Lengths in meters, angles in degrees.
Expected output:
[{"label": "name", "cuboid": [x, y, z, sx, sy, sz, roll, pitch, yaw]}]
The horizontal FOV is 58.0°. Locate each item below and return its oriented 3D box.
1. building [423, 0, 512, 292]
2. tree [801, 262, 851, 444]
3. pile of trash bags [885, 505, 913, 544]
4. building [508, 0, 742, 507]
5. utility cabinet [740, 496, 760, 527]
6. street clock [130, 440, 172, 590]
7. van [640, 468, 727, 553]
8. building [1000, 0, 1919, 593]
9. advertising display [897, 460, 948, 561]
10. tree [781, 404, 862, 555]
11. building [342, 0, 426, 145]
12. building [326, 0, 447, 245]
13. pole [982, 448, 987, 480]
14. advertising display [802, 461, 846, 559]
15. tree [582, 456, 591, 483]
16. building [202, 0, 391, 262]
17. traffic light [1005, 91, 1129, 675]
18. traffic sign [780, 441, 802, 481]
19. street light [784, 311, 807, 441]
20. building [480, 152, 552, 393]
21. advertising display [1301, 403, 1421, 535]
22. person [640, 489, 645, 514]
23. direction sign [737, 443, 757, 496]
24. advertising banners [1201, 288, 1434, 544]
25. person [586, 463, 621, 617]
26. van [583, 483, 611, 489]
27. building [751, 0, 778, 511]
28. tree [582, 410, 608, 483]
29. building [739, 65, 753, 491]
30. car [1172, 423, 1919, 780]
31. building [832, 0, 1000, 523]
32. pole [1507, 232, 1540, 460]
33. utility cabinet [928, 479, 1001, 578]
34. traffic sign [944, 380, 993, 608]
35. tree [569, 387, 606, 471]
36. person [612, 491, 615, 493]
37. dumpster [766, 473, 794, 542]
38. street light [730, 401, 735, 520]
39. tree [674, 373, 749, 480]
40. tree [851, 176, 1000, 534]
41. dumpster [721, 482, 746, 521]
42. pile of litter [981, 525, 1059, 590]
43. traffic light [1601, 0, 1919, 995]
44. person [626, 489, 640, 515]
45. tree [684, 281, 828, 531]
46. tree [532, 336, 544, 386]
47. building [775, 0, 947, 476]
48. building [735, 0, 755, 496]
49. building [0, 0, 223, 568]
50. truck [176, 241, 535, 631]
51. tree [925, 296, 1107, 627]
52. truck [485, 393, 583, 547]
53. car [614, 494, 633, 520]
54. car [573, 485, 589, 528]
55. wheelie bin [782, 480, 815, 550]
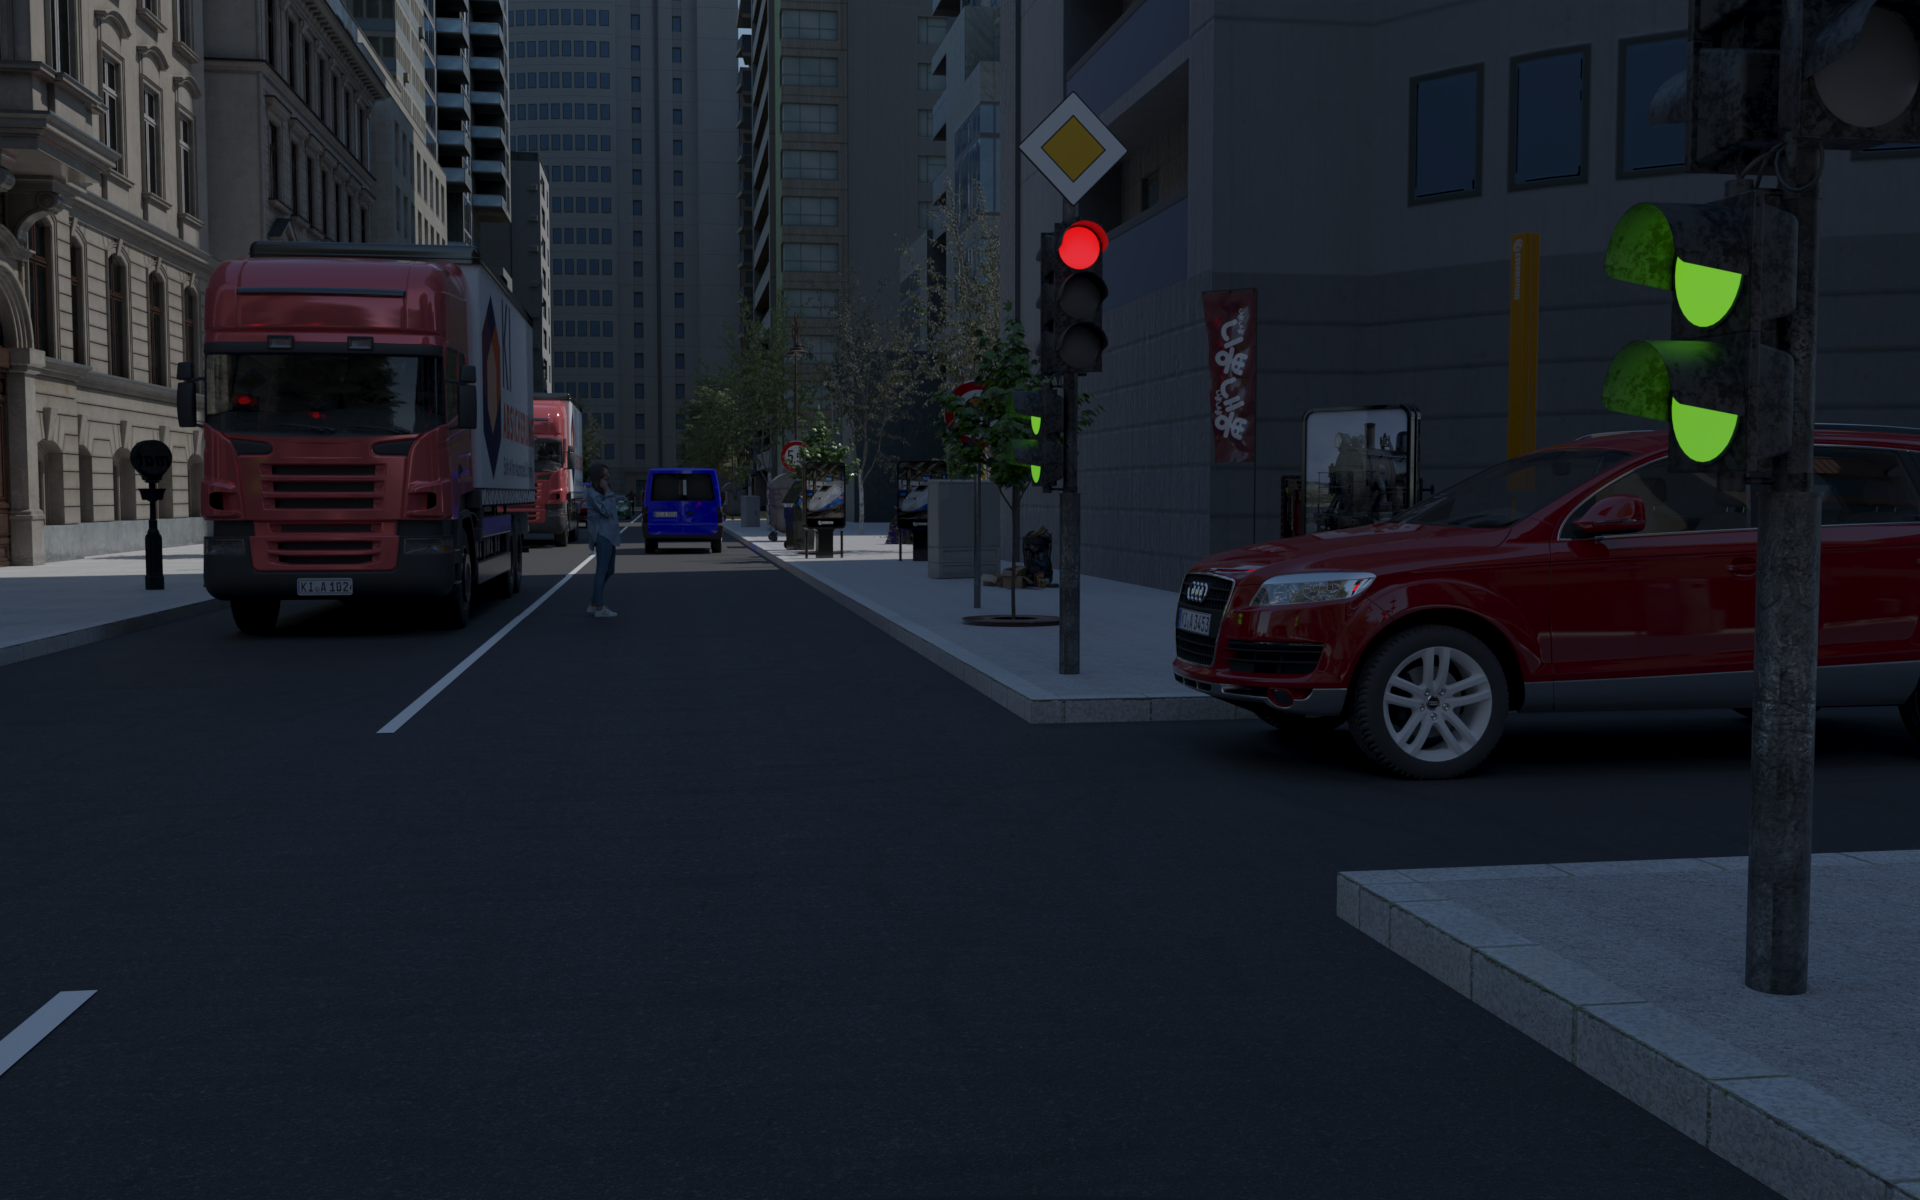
[{"label": "building", "cuboid": [-42.129, -49.420, 120.695, 22.319, 86.520, 31.000, -1, 4, -10]}, {"label": "tree", "cuboid": [-3.075, -6.381, 54.692, 4.360, 8.622, 3.978, 0, 3, 0]}, {"label": "pile of trash bags", "cuboid": [-0.292, -2.172, 45.265, 1.912, 1.369, 3.447, 3, 4, 37]}, {"label": "building", "cuboid": [-37.390, -39.001, 179.666, 28.212, 58.520, 21.231, -1, 4, -10]}, {"label": "utility cabinet", "cuboid": [-8.132, -3.432, 67.269, 0.306, 1.237, 1.020, 2, 4, 24]}, {"label": "street clock", "cuboid": [-10.797, -1.137, 23.166, 0.471, 2.002, 0.358, -3, 5, -44]}, {"label": "van", "cuboid": [-6.973, -2.403, 43.681, 2.240, 2.365, 5.245, -1, 4, -9]}, {"label": "building", "cuboid": [16.095, -29.612, 26.151, 28.212, 58.520, 21.231, -1, 4, -10]}, {"label": "advertising display", "cuboid": [-0.717, -1.703, 33.058, 0.974, 1.923, 0.123, 1, 4, 8]}, {"label": "tree", "cuboid": [-3.096, -2.587, 36.895, 1.663, 3.219, 1.824, 0, 3, 0]}, {"label": "building", "cuboid": [-42.423, -24.579, 93.751, 32.217, 40.220, 23.993, -1, 4, -10]}, {"label": "building", "cuboid": [-28.205, -13.396, 73.781, 10.420, 20.320, 16.860, -1, 4, -10]}, {"label": "pole", "cuboid": [0.761, -3.674, 53.908, 0.158, 3.312, 0.155, 0, 3, 0]}, {"label": "advertising display", "cuboid": [-2.709, -1.795, 34.564, 0.974, 1.923, 0.123, -3, 4, -39]}, {"label": "tree", "cuboid": [-28.540, -8.766, 127.033, 4.285, 4.588, 4.351, 0, 3, 0]}, {"label": "building", "cuboid": [-24.997, -11.658, 55.242, 10.561, 19.102, 19.286, -1, 4, -10]}, {"label": "traffic light", "cuboid": [0.763, -1.427, 12.258, 0.839, 4.253, 0.868, -1, 4, -10]}, {"label": "traffic sign", "cuboid": [-3.910, -2.530, 41.464, 0.768, 2.556, 0.104, 0, 4, -2]}, {"label": "street light", "cuboid": [-4.167, -4.354, 43.968, 0.468, 5.910, 1.993, -1, 4, -10]}, {"label": "building", "cuboid": [-42.292, -23.017, 148.035, 14.107, 30.474, 14.160, -1, 4, -10]}, {"label": "advertising display", "cuboid": [2.913, -0.456, 12.671, 0.123, 1.923, 0.974, -3, 5, -40]}, {"label": "person", "cuboid": [-22.140, -6.882, 121.534, 0.721, 1.766, 1.217, -1, 4, -19]}, {"label": "direction sign", "cuboid": [-9.411, -5.171, 76.538, 0.876, 3.537, 0.379, 1, 4, 10]}, {"label": "advertising banners", "cuboid": [2.935, -1.117, 14.451, 2.074, 3.025, 0.090, 2, 4, 35]}, {"label": "person", "cuboid": [-4.193, -0.700, 20.217, 0.793, 1.790, 0.793, -2, 4, -32]}, {"label": "van", "cuboid": [-19.215, -5.270, 90.545, 2.240, 2.365, 5.245, -1, 4, -9]}, {"label": "building", "cuboid": [-3.229, -30.399, 120.727, 21.300, 48.544, 21.600, -1, 4, -10]}, {"label": "tree", "cuboid": [-32.995, -12.314, 151.692, 4.360, 8.622, 3.978, 0, 3, 0]}, {"label": "building", "cuboid": [-15.845, -32.401, 179.859, 14.200, 45.320, 14.600, -1, 4, -10]}, {"label": "car", "cuboid": [3.838, -0.072, 9.854, 5.304, 1.827, 2.281, -1, 4, -10]}, {"label": "building", "cuboid": [7.099, -46.446, 72.056, 22.319, 86.520, 31.000, -1, 4, -10]}, {"label": "pole", "cuboid": [4.429, -1.212, 13.661, 0.158, 3.312, 0.155, 0, 3, 0]}, {"label": "utility cabinet", "cuboid": [0.076, -1.088, 26.462, 1.173, 1.500, 0.318, -3, 4, -37]}, {"label": "traffic sign", "cuboid": [0.196, -1.181, 19.419, 0.768, 2.556, 0.104, 0, 4, -7]}, {"label": "tree", "cuboid": [-26.967, -10.374, 119.984, 4.737, 8.622, 4.395, 0, 3, 0]}, {"label": "person", "cuboid": [-28.833, -8.224, 143.902, 0.756, 1.711, 0.436, 2, 4, 24]}, {"label": "dumpster", "cuboid": [-4.596, -2.535, 47.208, 1.264, 1.857, 1.865, -1, 4, -10]}, {"label": "street light", "cuboid": [-11.295, -6.920, 85.922, 0.468, 5.910, 1.993, -1, 4, -10]}, {"label": "tree", "cuboid": [-23.174, -14.983, 163.092, 7.486, 12.596, 7.792, 0, 3, 0]}, {"label": "tree", "cuboid": [0.525, -5.464, 39.703, 4.360, 8.622, 3.978, 0, 3, 0]}, {"label": "dumpster", "cuboid": [-10.806, -4.721, 82.951, 1.264, 1.857, 1.865, -1, 4, -10]}, {"label": "pile of litter", "cuboid": [0.830, -0.615, 24.015, 1.176, 0.858, 1.719, 1, 4, 13]}, {"label": "traffic light", "cuboid": [2.103, -0.946, 4.386, 0.839, 4.253, 0.868, -1, 4, -10]}, {"label": "person", "cuboid": [-22.273, -6.648, 117.332, 1.348, 1.807, 0.705, 0, 4, 3]}, {"label": "tree", "cuboid": [-6.661, -6.742, 60.594, 4.737, 8.622, 4.395, 0, 3, 0]}, {"label": "tree", "cuboid": [-18.672, -7.235, 68.651, 4.360, 8.622, 3.978, 0, 3, 0]}, {"label": "building", "cuboid": [-3.997, -25.631, 102.668, 14.154, 41.232, 14.086, -1, 4, -10]}, {"label": "building", "cuboid": [-7.444, -30.063, 146.156, 22.147, 44.769, 28.867, -1, 4, -10]}, {"label": "building", "cuboid": [-22.012, -12.782, 28.067, 14.460, 24.649, 34.723, -1, 4, -10]}, {"label": "truck", "cuboid": [-6.995, -2.002, 21.640, 2.839, 4.237, 11.283, -1, 4, -9]}, {"label": "tree", "cuboid": [0.407, -1.380, 17.160, 1.663, 3.219, 1.824, 0, 3, 0]}, {"label": "truck", "cuboid": [-12.413, -3.747, 50.178, 2.839, 4.237, 11.283, -1, 4, -10]}, {"label": "car", "cuboid": [-19.677, -5.310, 98.610, 2.131, 1.459, 4.920, -1, 4, -10]}, {"label": "car", "cuboid": [-16.740, -4.034, 74.637, 2.281, 1.827, 5.304, -1, 4, -8]}, {"label": "wheelie bin", "cuboid": [-3.671, -1.953, 39.839, 0.693, 1.594, 0.980, -2, 4, -31]}]
